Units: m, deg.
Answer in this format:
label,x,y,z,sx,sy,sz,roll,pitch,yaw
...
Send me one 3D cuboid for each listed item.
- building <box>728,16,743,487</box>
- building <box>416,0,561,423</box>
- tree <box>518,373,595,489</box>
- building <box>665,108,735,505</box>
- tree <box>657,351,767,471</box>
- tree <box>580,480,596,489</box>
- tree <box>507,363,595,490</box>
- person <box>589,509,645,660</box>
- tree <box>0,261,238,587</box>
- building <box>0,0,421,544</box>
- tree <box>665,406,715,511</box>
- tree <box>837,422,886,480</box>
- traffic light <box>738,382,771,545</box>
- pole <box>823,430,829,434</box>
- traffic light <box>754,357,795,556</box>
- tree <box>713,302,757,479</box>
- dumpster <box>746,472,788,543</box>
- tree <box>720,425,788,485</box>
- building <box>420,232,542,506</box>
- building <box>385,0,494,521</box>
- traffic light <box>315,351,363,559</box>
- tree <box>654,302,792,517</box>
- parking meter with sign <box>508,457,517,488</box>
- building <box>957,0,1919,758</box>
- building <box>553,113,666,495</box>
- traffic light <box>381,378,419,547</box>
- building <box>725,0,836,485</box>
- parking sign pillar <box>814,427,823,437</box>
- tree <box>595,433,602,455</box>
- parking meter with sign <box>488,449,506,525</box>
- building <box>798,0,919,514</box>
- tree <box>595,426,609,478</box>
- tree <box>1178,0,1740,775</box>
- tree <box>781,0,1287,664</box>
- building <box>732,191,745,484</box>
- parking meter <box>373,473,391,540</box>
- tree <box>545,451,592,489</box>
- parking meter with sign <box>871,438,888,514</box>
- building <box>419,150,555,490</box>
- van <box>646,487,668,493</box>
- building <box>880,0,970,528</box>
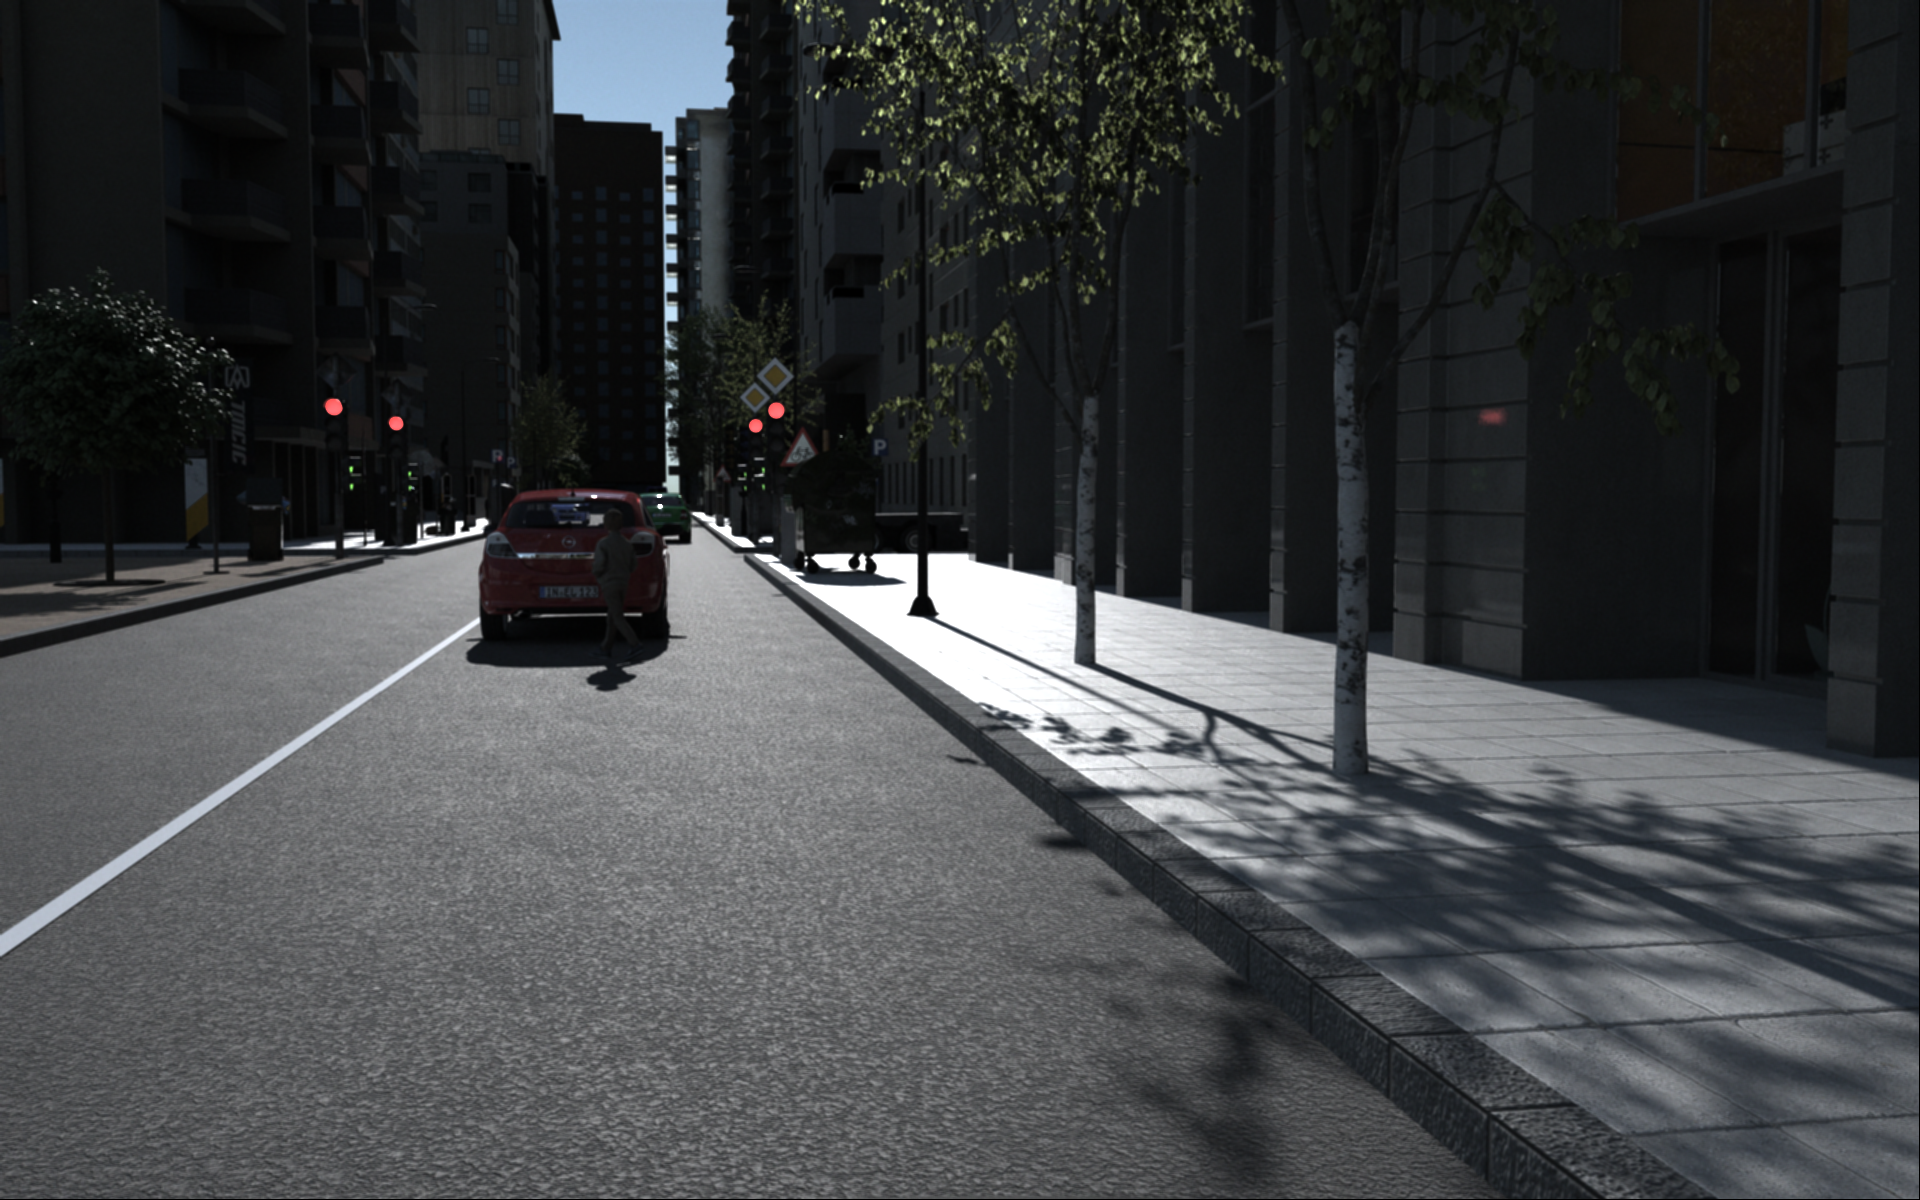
label,x,y,z,sx,sy,sz,roll,pitch,yaw
building,-15.009,-45.394,180.439,20.563,71.187,20.611,-1,4,-10
building,-53.796,-35.524,170.058,27.495,52.752,28.713,-1,4,-10
tree,-24.718,-9.436,104.642,4.360,8.622,3.978,0,3,0
building,-21.149,-36.476,215.983,30.456,49.044,23.786,-1,4,-10
tree,-15.550,-10.736,109.939,7.601,10.594,8.767,0,4,4
tree,-39.760,-11.710,186.064,1.663,3.219,1.824,0,3,0
tree,-23.675,-9.045,98.250,4.737,8.622,4.395,0,3,0
person,-2.993,-0.135,14.972,0.640,1.303,0.475,2,4,25
tree,-12.202,-2.501,24.599,4.285,4.588,4.351,0,3,0
building,-29.785,-24.508,55.333,22.147,44.769,28.867,-1,4,-10
tree,-20.042,-11.098,131.813,4.737,8.622,4.395,0,3,0
tree,-3.069,-3.197,46.865,1.663,3.219,1.824,0,3,0
traffic light,-5.148,-3.334,43.437,0.839,4.253,0.868,-1,4,-10
pole,-4.240,-3.738,54.956,0.158,3.312,0.155,0,3,0
traffic light,-3.802,-2.853,35.566,0.839,4.253,0.868,-1,4,-10
tree,-7.202,-6.913,63.390,4.360,8.622,3.978,0,3,0
dumpster,-5.012,-2.465,46.063,1.264,1.857,1.865,-1,4,-10
tree,-9.167,-5.707,77.017,4.285,4.588,4.351,0,3,0
building,-46.110,-17.276,127.499,27.650,21.520,28.899,-1,4,-10
building,-41.196,-24.251,88.390,32.217,40.220,23.993,-1,4,-10
traffic light,-12.238,-2.764,34.112,0.839,4.253,0.868,-1,4,-10
tree,-13.064,-10.376,95.401,9.928,11.665,9.643,0,3,0
parking meter with sign,-20.848,-5.108,79.769,0.543,3.016,1.738,0,4,-3
building,7.937,-14.768,18.947,11.434,29.767,29.804,-1,4,-10
building,-42.685,-34.115,207.885,14.200,45.320,14.600,-1,4,-10
traffic light,-13.584,-3.245,41.983,0.839,4.253,0.868,-1,4,-10
building,-7.747,-29.816,142.115,22.147,44.769,28.867,-1,4,-10
parking sign pillar,-5.758,-5.007,70.337,1.447,3.967,1.447,-2,4,-27
tree,-30.556,-11.380,136.430,4.737,8.622,4.395,0,3,0
parking meter with sign,-18.157,-4.368,67.672,0.543,3.016,1.738,-1,4,-21
building,4.844,-31.401,102.648,28.713,52.752,27.495,-1,4,-10
tree,-37.308,-13.645,173.459,4.360,8.622,3.978,0,3,0
tree,1.831,-3.494,7.493,4.737,8.622,4.395,0,3,0
tree,0.862,-3.838,13.112,4.360,8.622,3.978,0,3,0
building,-14.433,-23.979,163.756,14.160,30.474,14.107,-1,4,-10
parking meter,-16.034,-2.591,48.067,0.399,1.863,0.255,-3,5,-43
tree,-28.282,-8.632,124.846,4.285,4.588,4.351,0,3,0
parking meter with sign,-2.827,-3.599,55.111,0.543,3.016,1.738,-1,4,-22
building,-42.825,-23.111,149.559,14.160,30.474,14.107,-1,4,-10
van,-25.722,-8.718,146.931,2.240,2.365,5.245,-1,4,-11
building,13.256,-13.228,61.319,28.899,21.520,27.650,-1,4,-10
